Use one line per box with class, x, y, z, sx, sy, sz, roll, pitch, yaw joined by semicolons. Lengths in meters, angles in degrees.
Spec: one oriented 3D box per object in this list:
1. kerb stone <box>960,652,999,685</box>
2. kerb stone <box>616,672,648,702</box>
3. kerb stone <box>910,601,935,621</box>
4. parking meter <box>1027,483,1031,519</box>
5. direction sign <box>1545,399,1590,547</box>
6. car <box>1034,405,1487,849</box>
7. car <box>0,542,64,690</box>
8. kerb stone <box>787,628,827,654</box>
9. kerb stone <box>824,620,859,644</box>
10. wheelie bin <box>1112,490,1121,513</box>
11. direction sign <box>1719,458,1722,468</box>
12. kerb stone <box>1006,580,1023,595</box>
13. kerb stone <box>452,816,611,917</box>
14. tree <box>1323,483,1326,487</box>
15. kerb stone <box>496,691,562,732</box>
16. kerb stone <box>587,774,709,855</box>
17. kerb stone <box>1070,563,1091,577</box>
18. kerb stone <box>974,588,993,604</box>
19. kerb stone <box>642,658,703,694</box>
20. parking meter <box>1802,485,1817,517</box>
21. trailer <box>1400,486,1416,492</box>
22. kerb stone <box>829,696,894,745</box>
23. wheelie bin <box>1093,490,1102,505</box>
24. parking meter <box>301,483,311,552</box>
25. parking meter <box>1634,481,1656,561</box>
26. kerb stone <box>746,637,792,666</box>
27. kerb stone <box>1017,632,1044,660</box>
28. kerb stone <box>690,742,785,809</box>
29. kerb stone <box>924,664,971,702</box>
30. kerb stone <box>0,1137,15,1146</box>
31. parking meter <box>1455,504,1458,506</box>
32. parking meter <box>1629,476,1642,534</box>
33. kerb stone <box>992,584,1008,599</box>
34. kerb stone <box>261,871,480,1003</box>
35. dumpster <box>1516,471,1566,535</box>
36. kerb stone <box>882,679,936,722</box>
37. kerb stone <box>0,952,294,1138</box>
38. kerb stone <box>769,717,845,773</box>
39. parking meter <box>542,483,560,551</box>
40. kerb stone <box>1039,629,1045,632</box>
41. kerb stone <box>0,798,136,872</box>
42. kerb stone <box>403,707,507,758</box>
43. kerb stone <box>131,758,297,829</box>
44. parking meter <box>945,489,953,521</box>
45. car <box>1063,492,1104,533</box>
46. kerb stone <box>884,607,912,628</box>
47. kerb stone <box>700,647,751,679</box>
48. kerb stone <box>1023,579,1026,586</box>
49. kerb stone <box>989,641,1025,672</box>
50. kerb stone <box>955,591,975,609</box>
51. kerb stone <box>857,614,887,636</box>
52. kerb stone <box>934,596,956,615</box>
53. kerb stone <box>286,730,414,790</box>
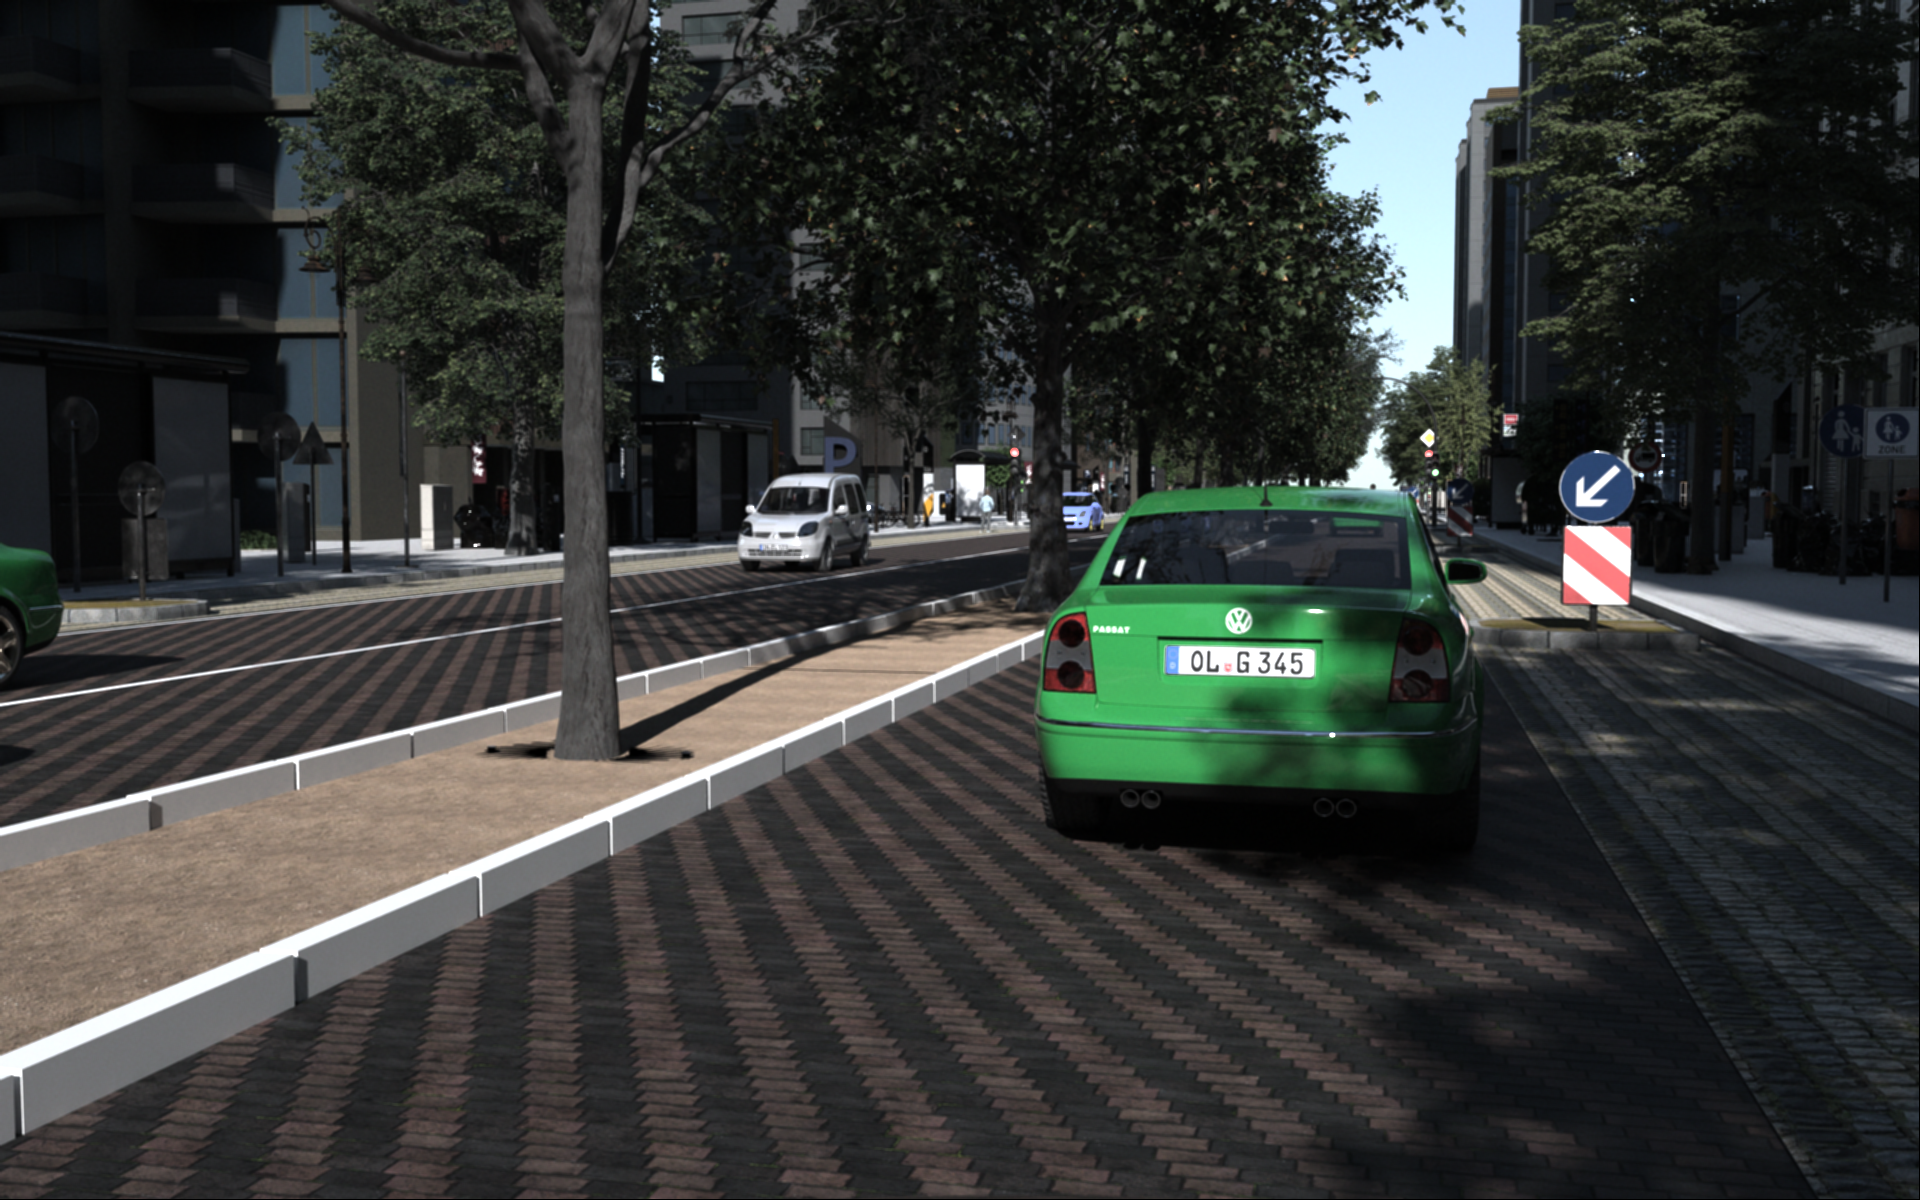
kerb stone;0.119;0.541;13.358;0.120;0.150;1.000;1;4;13
kerb stone;-2.408;0.634;11.824;0.120;0.150;1.000;1;4;13
kerb stone;-0.496;0.147;19.800;0.120;0.150;1.000;1;4;13
parking meter;3.648;-5.165;90.162;0.255;1.863;0.399;0;4;-5
direction sign;14.623;-3.028;41.507;0.876;3.537;0.379;0;4;-2
car;1.591;0.017;8.513;1.959;1.807;4.718;1;4;15
car;-8.118;-0.152;11.282;1.959;1.807;4.718;1;4;14
kerb stone;-1.445;0.390;15.817;0.120;0.150;1.000;1;4;13
kerb stone;-1.211;0.329;16.816;0.120;0.150;1.000;1;4;13
wheelie bin;10.797;-6.818;119.379;0.693;1.594;0.980;0;4;-5
direction sign;47.905;-7.115;108.333;0.876;3.537;0.379;1;4;15
kerb stone;0.704;-0.158;24.787;0.120;0.150;1.000;1;4;13
kerb stone;-1.563;0.970;6.366;0.120;0.150;1.000;1;4;13
tree;30.844;-11.837;146.347;4.737;8.622;4.395;0;3;0
kerb stone;-2.649;0.695;10.830;0.120;0.150;1.000;1;4;13
kerb stone;-1.320;0.907;7.361;0.120;0.150;1.000;1;4;13
kerb stone;2.149;-0.520;30.788;0.120;0.150;1.000;1;4;13
kerb stone;0.235;-0.037;22.797;0.120;0.150;1.000;1;4;13
kerb stone;-2.164;0.574;12.818;0.120;0.150;1.000;1;4;13
parking meter;23.998;-2.479;48.945;0.372;1.533;0.369;0;3;0
trailer;30.677;-6.836;118.814;1.471;1.999;3.904;1;4;13
kerb stone;-0.601;0.724;10.367;0.120;0.150;1.000;1;4;13
wheelie bin;9.449;-6.831;119.598;0.693;1.594;0.980;1;4;15
parking meter;-14.587;-1.832;38.369;0.372;1.533;0.369;0;3;0
parking meter;13.212;-1.529;33.416;0.372;1.533;0.369;0;3;0
kerb stone;-1.680;0.451;14.822;0.120;0.150;1.000;1;4;13
kerb stone;0.603;0.421;15.356;0.120;0.150;1.000;1;4;13
kerb stone;-1.078;0.846;8.362;0.120;0.150;1.000;1;4;13
kerb stone;-0.114;0.601;12.363;0.120;0.150;1.000;1;4;13
kerb stone;-2.275;1.156;3.374;0.120;0.150;1.000;1;4;13
parking meter;29.866;-6.002;103.846;0.399;1.863;0.255;-2;4;-27
parking meter;21.928;-3.091;56.254;0.255;1.863;0.399;2;4;35
kerb stone;0.468;-0.090;23.793;0.120;0.150;1.000;1;4;13
kerb stone;-1.804;1.032;5.373;0.120;0.150;1.000;1;4;13
dumpster;18.358;-3.181;54.503;1.502;2.255;1.985;1;4;13
kerb stone;-0.358;0.663;11.360;0.120;0.150;1.000;1;4;13
kerb stone;-2.035;1.092;4.368;0.120;0.150;1.000;1;4;13
kerb stone;-0.843;0.787;9.365;0.120;0.150;1.000;1;4;13
parking meter;-9.202;-1.871;38.995;0.372;1.533;0.369;0;3;0
kerb stone;0.844;0.358;16.350;0.120;0.150;1.000;1;4;13
kerb stone;-3.598;0.943;6.840;0.120;0.150;1.000;1;4;13
kerb stone;-2.888;0.758;9.836;0.120;0.150;1.000;1;4;13
kerb stone;-3.370;0.878;7.841;0.120;0.150;1.000;1;4;13
parking meter;-0.497;-4.451;81.177;0.372;1.533;0.369;0;3;0
car;4.332;-3.406;65.284;1.945;1.707;3.694;1;4;14
kerb stone;-0.732;0.213;18.803;0.120;0.150;1.000;1;4;13
kerb stone;-1.924;0.513;13.819;0.120;0.150;1.000;1;4;13
kerb stone;0.952;-0.218;25.779;0.120;0.150;1.000;1;4;13
kerb stone;0.358;0.479;14.364;0.120;0.150;1.000;1;4;13
kerb stone;-0.010;0.025;21.793;0.120;0.150;1.000;1;4;13
kerb stone;-0.969;0.275;17.809;0.120;0.150;1.000;1;4;13
kerb stone;-0.249;0.091;20.792;0.120;0.150;1.000;1;4;13
kerb stone;-3.125;0.818;8.834;0.120;0.150;1.000;1;4;13
